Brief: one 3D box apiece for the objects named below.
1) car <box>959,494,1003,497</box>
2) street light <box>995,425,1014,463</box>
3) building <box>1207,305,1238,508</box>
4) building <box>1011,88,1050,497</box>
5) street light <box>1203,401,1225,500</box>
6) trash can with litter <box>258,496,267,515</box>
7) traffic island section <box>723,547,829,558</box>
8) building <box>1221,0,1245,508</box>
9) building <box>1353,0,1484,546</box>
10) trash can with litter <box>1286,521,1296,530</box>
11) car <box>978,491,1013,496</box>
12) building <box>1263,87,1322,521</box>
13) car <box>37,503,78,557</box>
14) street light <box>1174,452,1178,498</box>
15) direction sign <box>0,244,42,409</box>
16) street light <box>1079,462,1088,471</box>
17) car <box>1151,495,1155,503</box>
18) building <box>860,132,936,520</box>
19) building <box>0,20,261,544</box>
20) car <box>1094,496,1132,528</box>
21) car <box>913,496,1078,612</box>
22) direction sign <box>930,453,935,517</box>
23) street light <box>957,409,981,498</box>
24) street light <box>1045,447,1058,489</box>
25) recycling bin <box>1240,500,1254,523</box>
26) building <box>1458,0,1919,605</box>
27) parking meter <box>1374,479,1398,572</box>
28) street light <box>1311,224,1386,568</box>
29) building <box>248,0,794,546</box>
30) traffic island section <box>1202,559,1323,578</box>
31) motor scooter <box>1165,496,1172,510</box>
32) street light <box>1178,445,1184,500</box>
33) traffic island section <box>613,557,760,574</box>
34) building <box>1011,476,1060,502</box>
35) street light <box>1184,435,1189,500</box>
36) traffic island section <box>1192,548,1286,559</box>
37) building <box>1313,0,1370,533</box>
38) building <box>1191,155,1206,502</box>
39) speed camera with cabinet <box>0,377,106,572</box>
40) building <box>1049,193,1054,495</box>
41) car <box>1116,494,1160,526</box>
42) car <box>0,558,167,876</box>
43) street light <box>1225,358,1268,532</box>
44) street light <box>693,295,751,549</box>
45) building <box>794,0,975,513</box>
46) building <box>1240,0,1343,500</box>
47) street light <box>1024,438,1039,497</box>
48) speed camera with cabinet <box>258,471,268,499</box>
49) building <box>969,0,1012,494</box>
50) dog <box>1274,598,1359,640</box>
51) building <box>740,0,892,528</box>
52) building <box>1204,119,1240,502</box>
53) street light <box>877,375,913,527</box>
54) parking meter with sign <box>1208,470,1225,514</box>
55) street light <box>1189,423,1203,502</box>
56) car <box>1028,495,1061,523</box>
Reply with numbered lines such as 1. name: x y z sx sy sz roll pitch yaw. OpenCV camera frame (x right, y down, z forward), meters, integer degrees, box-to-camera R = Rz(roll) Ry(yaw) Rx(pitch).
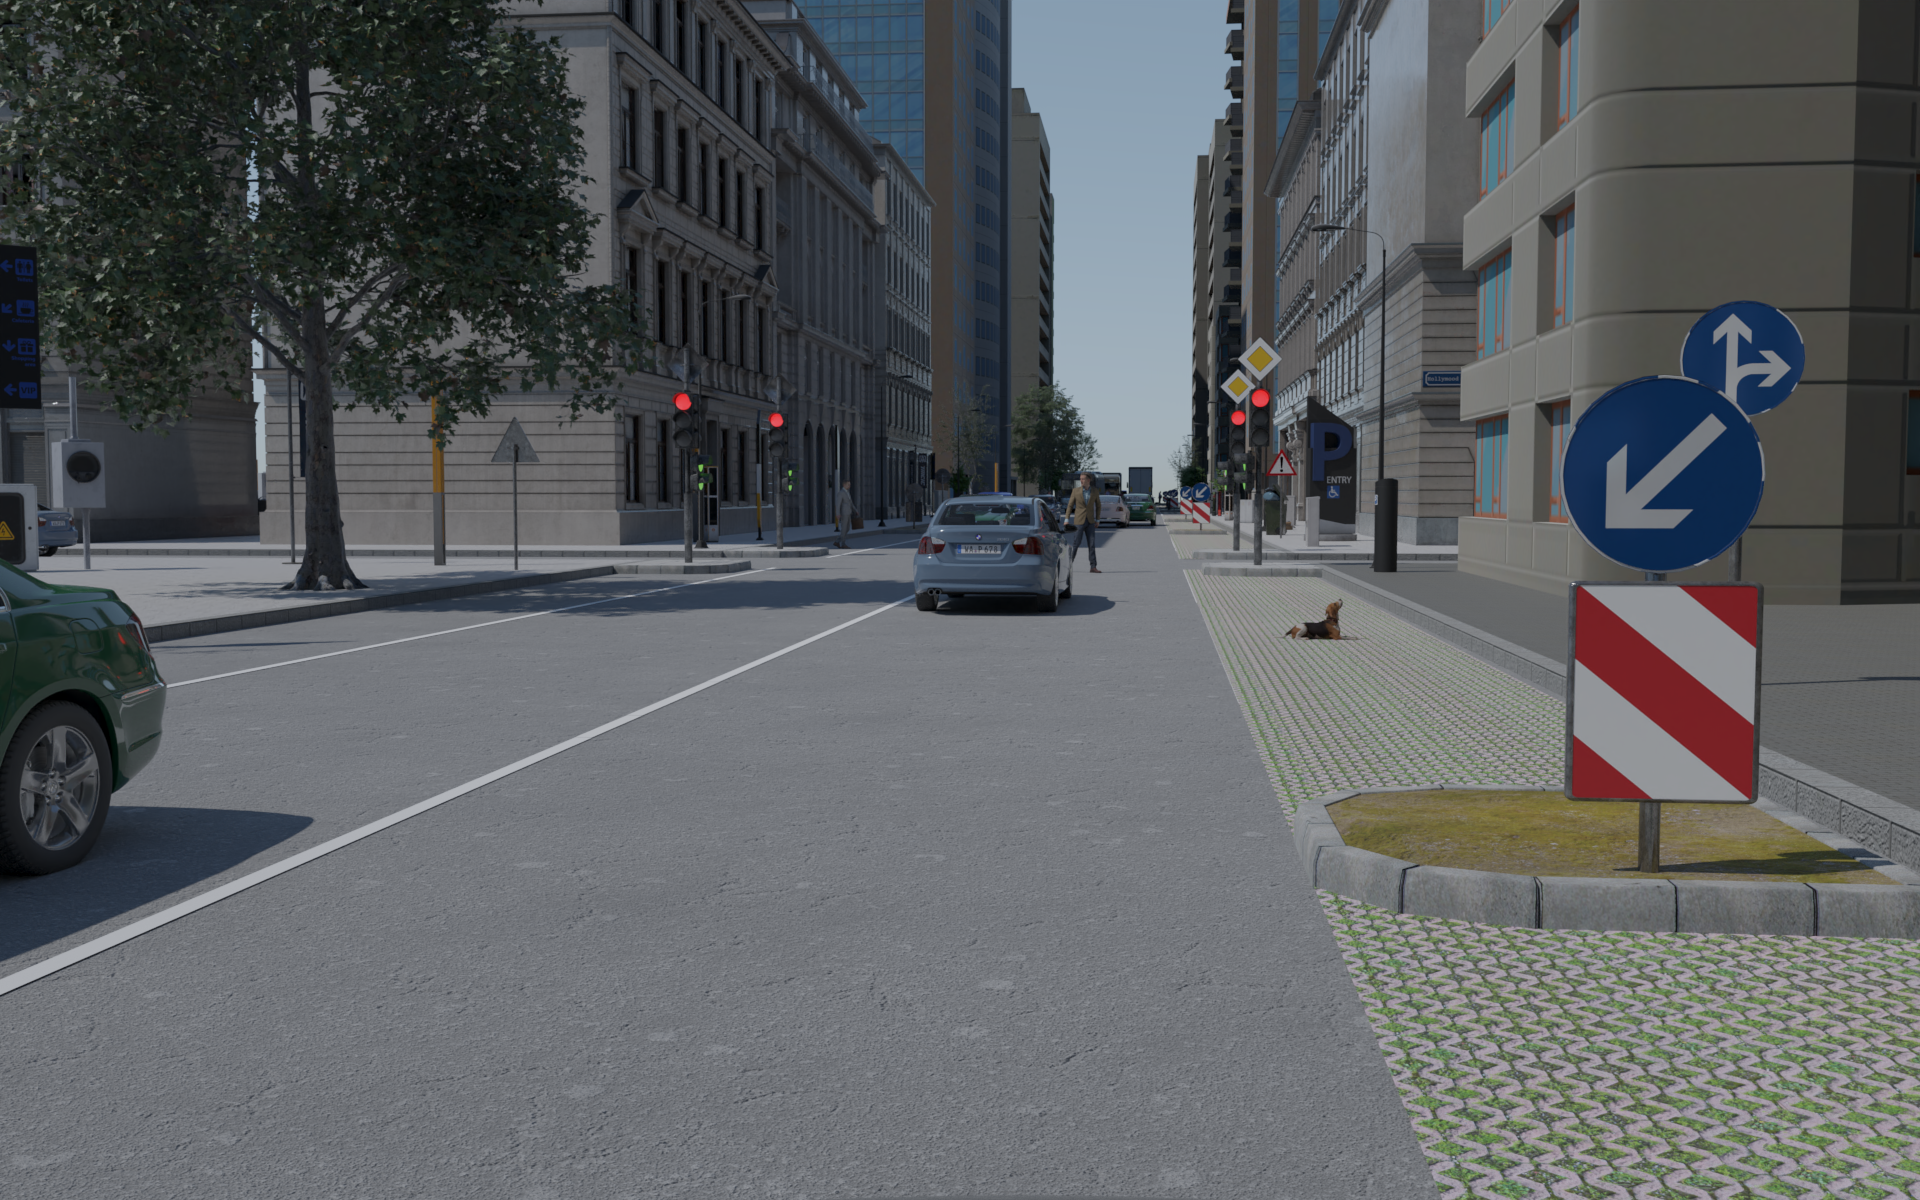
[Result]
1. car: 0.587 -2.206 47.863 2.131 1.459 4.920 0 4 5
2. street light: 2.926 -8.793 116.299 1.470 5.913 1.316 0 4 6
3. building: 38.964 -19.954 171.288 27.650 21.520 28.899 0 4 6
4. building: -0.300 -35.959 211.623 21.300 48.544 21.600 0 4 6
5. street light: 13.030 -6.971 86.518 1.470 5.913 1.316 0 4 6
6. trash can with litter: -22.764 -2.849 57.639 1.678 1.210 2.233 1 4 21
7. traffic island section: -4.207 -1.102 40.306 2.009 0.180 2.903 0 4 6
8. building: 32.900 -29.796 141.785 22.147 44.769 28.867 0 4 6
9. building: 28.744 -13.853 45.587 34.723 24.649 14.460 0 4 6
10. trash can with litter: 11.435 -3.091 61.933 1.055 1.170 0.624 0 4 -7
11. car: 1.101 -2.804 55.439 1.945 1.707 3.694 0 4 4
12. building: 21.499 -14.750 92.071 10.553 20.767 40.483 0 4 6
13. car: -22.050 -1.622 38.524 4.499 1.417 2.014 0 4 7
14. street light: 24.475 -13.279 189.644 1.470 5.913 1.316 0 4 6
15. direction sign: -8.807 -1.450 15.704 0.876 3.537 0.379 -3 4 -38
16. street light: 17.998 -17.164 253.174 1.470 5.913 1.316 0 4 6
17. car: 28.084 -14.992 257.691 1.945 1.354 3.894 0 4 7
18. building: -7.278 -15.052 95.247 9.793 20.994 18.267 0 4 6
19. building: -31.135 -12.259 49.585 18.267 20.994 9.793 0 4 6
20. car: 6.319 -3.806 74.597 2.083 1.381 4.827 0 4 8
21. car: 0.492 -0.637 22.419 2.014 1.417 4.499 0 4 7
22. direction sign: -1.496 -6.315 95.249 0.379 3.537 0.876 -1 4 -17
23. street light: 0.450 -7.476 94.775 1.470 5.913 1.316 0 4 6
24. street light: 9.004 -12.183 171.730 1.470 5.913 1.316 0 4 6
25. recycling bin: 12.871 -3.914 76.542 0.722 1.027 0.722 -3 5 -41
26. building: 20.525 -10.251 12.649 27.650 21.520 28.899 0 4 6
27. parking meter: 7.002 -1.227 28.466 0.372 1.533 0.369 0 3 0
28. street light: 6.735 -3.508 29.898 1.470 5.913 1.316 0 4 6
29. building: -12.135 -11.459 51.987 10.561 19.102 19.286 0 4 6
30. traffic island section: 5.386 -0.546 31.204 2.009 0.180 2.903 0 4 6
31. motor scooter: 17.967 -8.327 148.930 0.815 1.314 1.986 1 4 8
32. street light: 21.516 -11.625 162.605 1.470 5.913 1.316 0 4 6
33. traffic island section: -5.090 -0.617 32.370 2.009 0.180 2.903 0 4 6
34. building: -1.463 -34.127 249.864 32.217 40.220 23.993 0 4 6
35. street light: 18.399 -9.938 135.035 1.470 5.913 1.316 0 4 6
36. traffic island section: 6.269 -1.031 39.140 2.009 0.180 2.903 0 4 6
37. building: 18.506 -13.063 62.730 9.793 20.994 18.267 0 4 6
38. building: 42.421 -37.345 234.298 21.300 48.544 21.600 0 4 6
39. speed camera with cabinet: -15.359 -2.104 28.733 2.038 3.252 0.660 -3 5 -43
40. building: 5.032 -33.386 229.454 14.154 41.232 14.086 0 4 6
41. car: 8.075 -4.132 79.349 2.131 1.459 4.920 0 4 6
42. car: -4.466 0.396 5.326 2.131 1.459 4.920 0 4 7
43. street light: 9.921 -5.303 59.243 1.470 5.913 1.316 0 4 6
44. street light: -5.557 -4.161 40.575 1.470 5.913 1.316 0 4 6
45. building: -6.551 -28.900 122.632 14.600 45.320 14.200 0 4 6
46. building: 27.053 -28.788 120.791 14.600 45.320 14.200 0 4 6
47. street light: 5.906 -10.519 144.529 1.470 5.913 1.316 0 4 6
48. speed camera with cabinet: -27.810 -4.714 71.402 2.038 3.252 0.660 -3 4 -38
49. building: -7.313 -36.820 144.010 21.231 58.520 28.212 0 4 6
50. dog: 3.507 0.192 17.059 0.550 0.427 0.748 -3 5 -40
51. building: -11.276 -14.211 74.154 13.314 21.916 24.055 0 4 6
52. building: 41.515 -36.025 212.706 21.300 48.544 21.600 0 4 6
53. street light: -2.526 -5.822 67.737 1.470 5.913 1.316 0 4 6
54. parking meter with sign: 16.581 -7.057 111.643 0.543 3.016 1.738 -2 4 -24
55. street light: 15.962 -8.625 113.561 1.470 5.913 1.316 0 4 6
56. car: 3.958 -4.453 84.812 2.014 1.417 4.499 0 4 8
